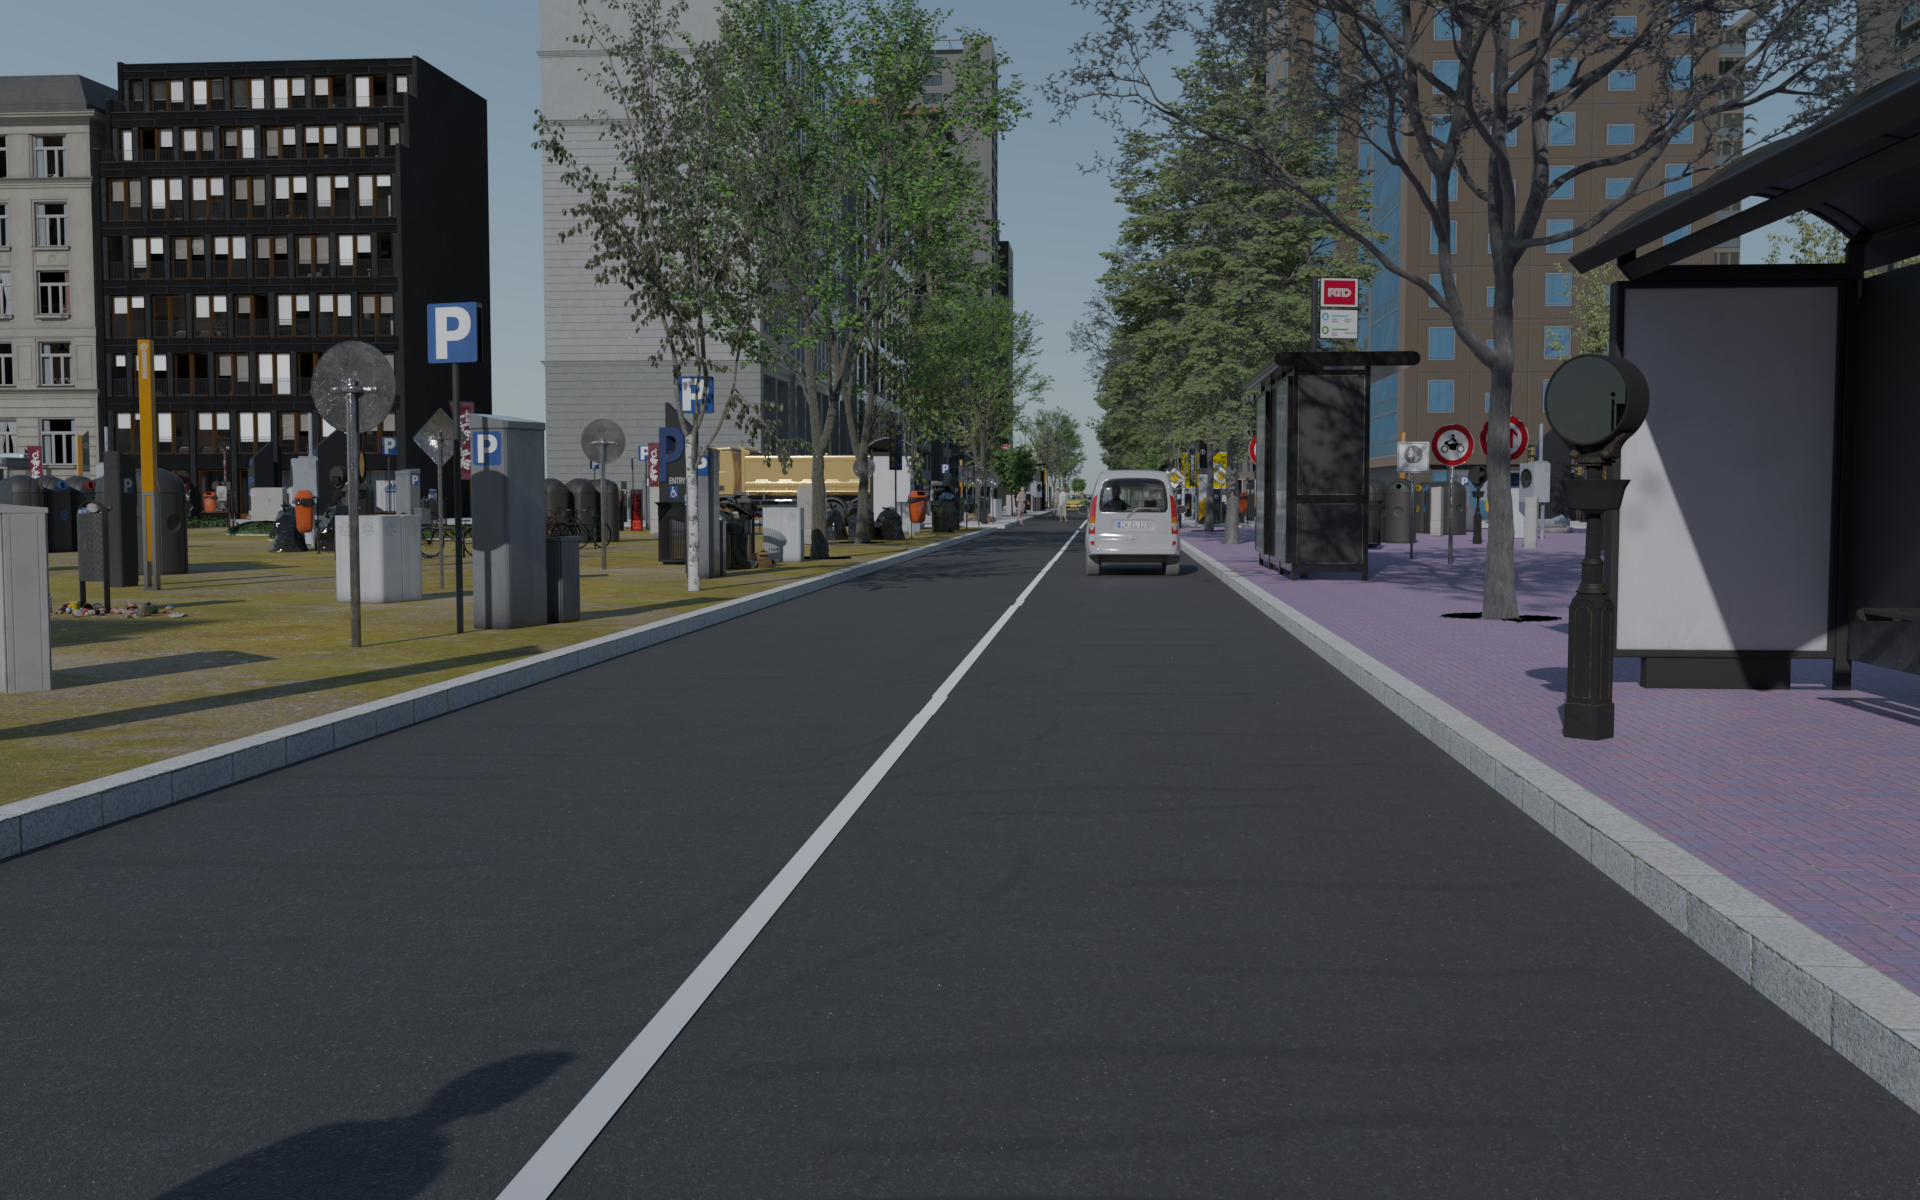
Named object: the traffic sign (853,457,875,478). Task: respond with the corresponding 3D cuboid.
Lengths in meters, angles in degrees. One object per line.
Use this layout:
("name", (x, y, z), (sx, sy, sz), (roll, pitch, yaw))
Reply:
("traffic sign", (-3.213, -3.532, 57.861), (0.768, 2.556, 0.104), (1, 4, 10))

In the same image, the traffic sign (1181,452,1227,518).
("traffic sign", (11.817, -5.492, 83.668), (2.265, 3.308, 0.079), (1, 4, 11))

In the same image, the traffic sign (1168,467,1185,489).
("traffic sign", (8.093, -3.776, 65.386), (0.795, 2.450, 0.064), (0, 4, 5))

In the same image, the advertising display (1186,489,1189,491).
("advertising display", (19.149, -8.569, 145.317), (0.123, 1.923, 0.974), (-3, 5, -39))

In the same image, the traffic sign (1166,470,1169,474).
("traffic sign", (8.776, -4.263, 73.341), (0.795, 2.450, 0.064), (0, 4, 5))

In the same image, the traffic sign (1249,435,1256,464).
("traffic sign", (6.177, -2.121, 34.785), (0.768, 2.556, 0.104), (1, 4, 9))

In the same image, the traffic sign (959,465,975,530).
("traffic sign", (0.242, -3.616, 61.249), (0.606, 2.300, 0.079), (1, 4, 14))

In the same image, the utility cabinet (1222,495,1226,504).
("utility cabinet", (12.419, -4.276, 81.070), (1.020, 1.237, 0.306), (1, 4, 13))

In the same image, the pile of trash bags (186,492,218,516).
("pile of trash bags", (-35.118, -4.181, 78.119), (3.447, 1.369, 1.912), (0, 4, 5))

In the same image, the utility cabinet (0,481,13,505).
("utility cabinet", (-15.974, -1.191, 28.158), (1.173, 1.500, 0.318), (1, 4, 15))

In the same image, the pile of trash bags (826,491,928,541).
("pile of trash bags", (-2.268, -2.388, 48.793), (3.447, 1.369, 1.912), (-3, 5, -43))

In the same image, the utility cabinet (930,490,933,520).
("utility cabinet", (-1.292, -4.613, 84.094), (0.318, 1.500, 1.173), (0, 4, -2))

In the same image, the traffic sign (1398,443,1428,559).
("traffic sign", (8.904, -1.955, 34.094), (0.606, 2.300, 0.079), (0, 4, 7))

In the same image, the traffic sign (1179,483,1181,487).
("traffic sign", (12.868, -6.212, 101.676), (0.768, 2.556, 0.104), (1, 4, 9))

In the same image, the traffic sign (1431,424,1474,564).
("traffic sign", (8.947, -1.922, 31.528), (0.768, 2.556, 0.104), (0, 4, 7))

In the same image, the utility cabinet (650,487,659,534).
("utility cabinet", (-9.207, -2.783, 54.174), (1.173, 1.500, 0.318), (3, 5, 43))

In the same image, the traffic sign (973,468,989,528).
("traffic sign", (0.727, -3.816, 66.036), (0.795, 2.450, 0.064), (0, 4, 5))

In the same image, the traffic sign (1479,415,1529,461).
("traffic sign", (8.729, -1.698, 27.874), (0.768, 2.556, 0.104), (1, 4, 9))

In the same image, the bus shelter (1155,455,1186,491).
("bus shelter", (12.910, -7.016, 105.990), (1.731, 3.624, 6.357), (0, 4, 5))

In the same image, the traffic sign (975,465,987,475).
("traffic sign", (0.798, -4.566, 74.768), (0.768, 2.556, 0.104), (1, 4, 8))

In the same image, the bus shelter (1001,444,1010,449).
("bus shelter", (4.611, -10.073, 142.320), (2.179, 5.291, 8.768), (0, 4, 5))

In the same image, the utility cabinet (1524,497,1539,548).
("utility cabinet", (13.759, -1.869, 41.727), (0.306, 1.237, 1.020), (1, 4, 20))

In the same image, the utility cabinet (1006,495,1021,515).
("utility cabinet", (3.406, -5.929, 108.097), (1.020, 1.237, 0.306), (1, 4, 14))

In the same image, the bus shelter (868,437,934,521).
("bus shelter", (-2.242, -4.282, 63.933), (2.014, 3.302, 5.546), (0, 4, 5))

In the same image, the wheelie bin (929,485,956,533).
("wheelie bin", (-0.574, -3.051, 57.790), (0.980, 1.594, 0.693), (3, 5, 41))

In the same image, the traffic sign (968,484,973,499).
("traffic sign", (0.842, -6.926, 113.241), (0.884, 2.594, 0.081), (1, 4, 13))

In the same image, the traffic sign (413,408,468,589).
("traffic sign", (-6.999, -1.355, 23.338), (0.795, 2.450, 0.064), (1, 4, 11))

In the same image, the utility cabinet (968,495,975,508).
("utility cabinet", (1.034, -7.631, 135.931), (1.020, 1.237, 0.306), (-3, 5, -42))

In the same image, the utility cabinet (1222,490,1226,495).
("utility cabinet", (12.872, -4.664, 84.929), (0.318, 1.500, 1.173), (3, 5, 39))

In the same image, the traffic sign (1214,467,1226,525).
("traffic sign", (10.962, -4.375, 72.723), (0.795, 2.450, 0.064), (1, 4, 11))

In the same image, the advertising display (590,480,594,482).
("advertising display", (-15.986, -4.392, 77.017), (0.974, 1.923, 0.123), (-3, 5, -39))

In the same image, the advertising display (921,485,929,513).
("advertising display", (-2.378, -6.959, 118.997), (0.123, 1.923, 0.974), (2, 4, 27))

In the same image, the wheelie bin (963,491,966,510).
("wheelie bin", (0.065, -7.923, 137.441), (0.693, 1.594, 0.980), (-3, 5, -41))

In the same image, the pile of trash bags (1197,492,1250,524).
("pile of trash bags", (11.871, -4.098, 76.756), (1.912, 1.369, 3.447), (-1, 4, -18))

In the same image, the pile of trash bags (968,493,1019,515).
("pile of trash bags", (2.173, -5.861, 105.587), (3.447, 1.369, 1.912), (0, 4, 5))

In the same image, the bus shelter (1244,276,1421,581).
("bus shelter", (6.077, -3.185, 29.706), (2.179, 5.291, 8.768), (0, 4, 5))

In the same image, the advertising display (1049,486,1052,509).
("advertising display", (7.555, -8.542, 144.879), (0.123, 1.923, 0.974), (1, 4, 11))

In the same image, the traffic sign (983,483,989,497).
("traffic sign", (1.818, -7.419, 121.413), (0.768, 2.556, 0.104), (1, 4, 14))

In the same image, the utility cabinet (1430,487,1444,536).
("utility cabinet", (14.574, -2.706, 52.921), (0.318, 1.500, 1.173), (1, 4, 20))

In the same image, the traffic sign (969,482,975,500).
("traffic sign", (0.835, -6.515, 107.707), (0.795, 2.450, 0.064), (1, 4, 8))

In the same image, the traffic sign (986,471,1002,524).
("traffic sign", (1.410, -4.303, 73.992), (0.795, 2.450, 0.064), (0, 4, 5))

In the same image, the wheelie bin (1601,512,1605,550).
("wheelie bin", (14.804, -1.937, 39.579), (0.693, 1.594, 0.980), (-1, 4, -12))

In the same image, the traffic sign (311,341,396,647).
("traffic sign", (-5.059, -0.877, 14.440), (0.768, 2.556, 0.104), (1, 4, 11))

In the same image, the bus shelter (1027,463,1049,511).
("bus shelter", (5.828, -8.619, 132.198), (1.731, 3.624, 6.357), (0, 4, 5))

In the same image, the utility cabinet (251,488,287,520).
("utility cabinet", (-23.924, -3.137, 59.970), (1.173, 1.500, 0.318), (1, 4, 9))

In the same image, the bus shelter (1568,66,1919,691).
("bus shelter", (4.849, -0.913, 8.850), (2.014, 3.302, 5.546), (0, 4, 5))

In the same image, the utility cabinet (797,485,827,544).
("utility cabinet", (-3.759, -2.146, 43.763), (0.318, 1.500, 1.173), (-2, 4, -29))

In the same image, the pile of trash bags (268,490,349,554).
("pile of trash bags", (-14.443, -1.759, 38.518), (1.912, 1.369, 3.447), (-1, 4, -17))

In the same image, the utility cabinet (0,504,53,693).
("utility cabinet", (-6.379, -0.025, 11.567), (0.306, 1.237, 1.020), (-3, 5, -44))

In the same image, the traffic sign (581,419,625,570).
("traffic sign", (-6.053, -1.790, 29.378), (0.768, 2.556, 0.104), (0, 4, 5))
